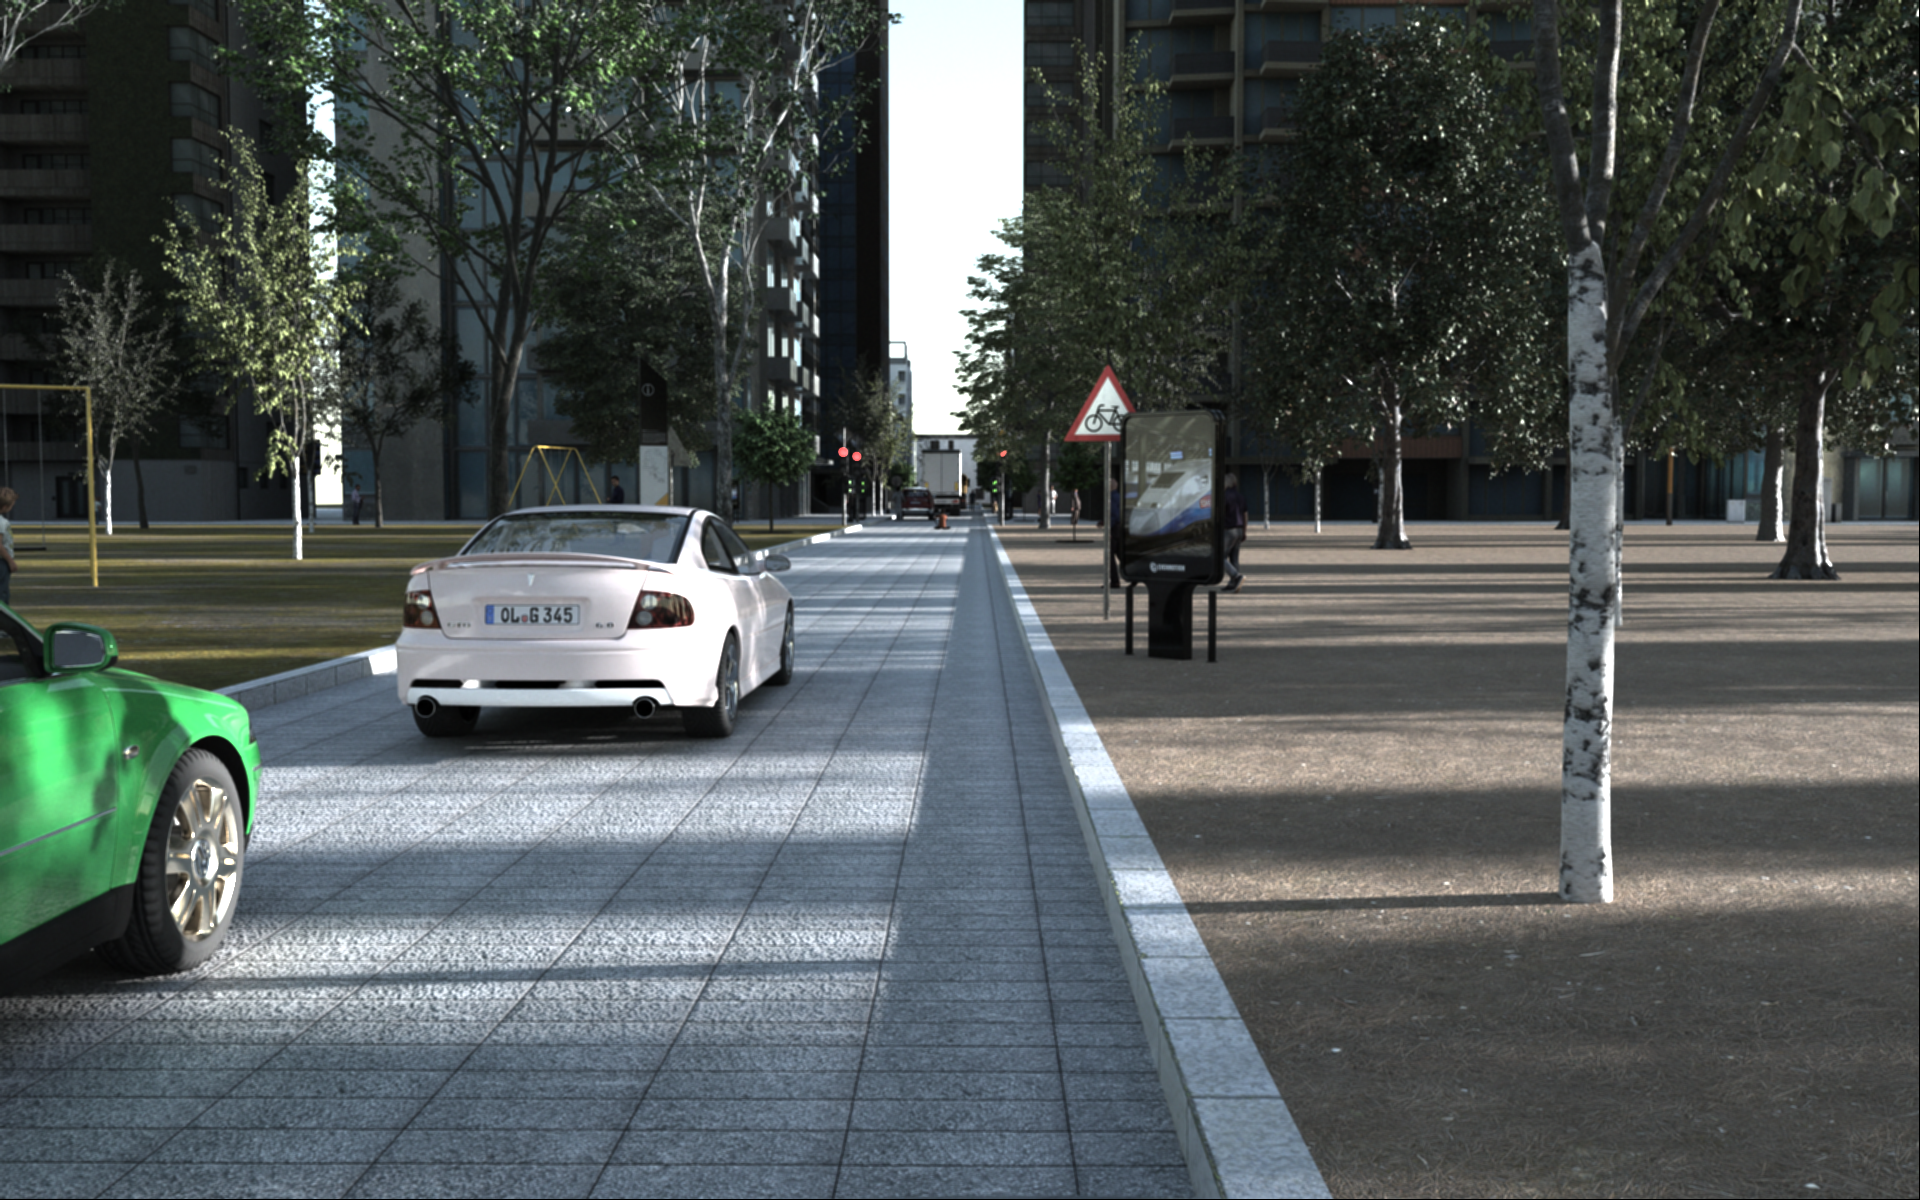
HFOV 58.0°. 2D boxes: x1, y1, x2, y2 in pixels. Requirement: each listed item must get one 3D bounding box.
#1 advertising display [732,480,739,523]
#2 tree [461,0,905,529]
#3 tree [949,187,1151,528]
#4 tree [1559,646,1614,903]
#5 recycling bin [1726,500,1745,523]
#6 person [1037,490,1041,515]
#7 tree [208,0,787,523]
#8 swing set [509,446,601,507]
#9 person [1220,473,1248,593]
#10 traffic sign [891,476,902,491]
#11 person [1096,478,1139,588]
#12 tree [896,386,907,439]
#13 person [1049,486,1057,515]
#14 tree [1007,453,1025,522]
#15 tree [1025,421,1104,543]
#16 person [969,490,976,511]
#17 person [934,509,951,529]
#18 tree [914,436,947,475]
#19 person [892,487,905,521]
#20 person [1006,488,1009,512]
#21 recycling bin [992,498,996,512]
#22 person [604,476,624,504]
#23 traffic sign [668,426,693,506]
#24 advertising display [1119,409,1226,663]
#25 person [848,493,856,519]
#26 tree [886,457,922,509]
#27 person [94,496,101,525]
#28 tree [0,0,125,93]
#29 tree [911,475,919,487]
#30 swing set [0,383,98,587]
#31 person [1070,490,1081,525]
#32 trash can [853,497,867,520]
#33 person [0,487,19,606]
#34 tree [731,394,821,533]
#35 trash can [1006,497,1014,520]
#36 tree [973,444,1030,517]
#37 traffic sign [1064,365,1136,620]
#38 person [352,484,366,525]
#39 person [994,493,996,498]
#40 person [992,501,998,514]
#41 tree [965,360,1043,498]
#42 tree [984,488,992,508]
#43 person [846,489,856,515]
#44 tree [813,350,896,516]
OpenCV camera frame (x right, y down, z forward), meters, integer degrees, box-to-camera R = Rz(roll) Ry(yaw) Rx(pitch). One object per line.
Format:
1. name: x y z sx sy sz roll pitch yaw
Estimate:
1. advertising display: -10.331 -4.435 77.728 0.974 1.923 0.123 2 4 29
2. tree: -7.417 -11.537 44.512 12.611 20.169 13.585 0 3 0
3. tree: 3.599 -8.955 64.536 7.486 12.596 7.792 0 3 0
4. tree: 2.089 -3.343 5.028 4.737 8.622 4.395 0 3 0
5. recycling bin: 34.732 -3.977 77.572 0.722 1.027 0.722 1 4 18
6. person: 4.881 -5.796 103.184 0.546 1.535 0.453 2 4 25
7. tree: -6.151 -5.975 23.445 9.928 11.665 9.643 0 3 0
8. swing set: -13.417 -3.647 57.256 2.862 2.851 3.119 1 4 12
9. person: 3.483 -0.868 22.442 0.569 1.553 0.471 0 4 -4
10. traffic sign: -4.375 -7.282 119.165 0.768 2.556 0.104 0 4 6
11. person: 2.093 -0.915 23.704 0.574 1.496 0.600 -3 5 -42
12. tree: -5.267 -9.174 100.352 4.360 8.622 3.978 0 3 0
13. person: 5.600 -6.105 106.004 0.875 1.805 0.789 -1 4 -19
14. tree: 2.915 -5.289 81.069 1.663 3.219 1.824 0 3 0
15. tree: 2.929 -3.140 45.941 1.663 3.219 1.824 0 3 0
16. person: 1.045 -8.523 147.978 0.598 1.807 0.434 0 4 -3
17. person: -0.775 -3.302 70.768 0.859 0.850 0.655 -1 4 -8
18. tree: -3.652 -16.423 218.877 4.360 8.622 3.978 0 3 0
19. person: -3.238 -5.075 91.631 0.875 1.805 0.789 -1 4 -11
20. person: 3.404 -6.994 120.514 0.434 1.807 0.598 -2 4 -34
21. recycling bin: 2.658 -6.798 123.699 0.722 1.027 0.722 0 4 5
22. person: -8.639 -2.238 43.339 0.504 1.737 0.576 -3 5 -42
23. traffic sign: -5.535 -2.027 33.150 0.884 2.594 0.081 1 4 10
24. advertising display: 1.640 -0.505 13.471 0.123 1.923 0.974 -3 5 -42
25. person: -5.451 -4.741 87.472 0.435 1.345 0.340 0 4 -5
26. tree: -5.303 -10.291 151.973 4.285 4.588 4.351 0 3 0
27. person: -36.675 -3.737 73.506 0.435 1.345 0.340 -1 4 -15
28. tree: -26.590 -11.293 40.524 12.611 20.169 13.585 0 3 0
29. tree: -4.763 -10.427 165.089 1.663 3.219 1.824 0 3 0
30. swing set: -14.008 -1.644 24.506 3.119 2.851 2.862 -2 4 -27
31. person: 4.900 -3.910 72.976 0.434 1.755 0.990 2 4 27
32. trash can: -4.943 -4.512 85.425 0.748 1.137 0.748 0 3 0
33. person: -8.512 -0.334 15.408 0.435 1.345 0.340 2 4 35
34. tree: -6.252 -4.486 57.053 4.285 4.588 4.351 0 3 0
35. trash can: 2.369 -4.640 87.516 0.748 1.137 0.748 0 3 0
36. tree: 2.546 -7.077 99.420 4.285 4.588 4.351 0 3 0
37. traffic sign: 1.491 -1.073 17.553 0.884 2.594 0.081 0 4 3
38. person: -25.454 -3.980 73.444 0.599 1.838 0.709 0 4 -5
39. person: 3.721 -11.219 190.390 0.530 1.710 0.541 -2 4 -28
40. person: 2.385 -5.881 110.127 0.695 0.859 0.347 -1 4 -21
41. tree: 2.508 -8.792 94.108 4.360 8.622 3.978 0 3 0
42. tree: 2.892 -10.220 161.705 1.663 3.219 1.824 0 3 0
43. person: -6.472 -5.970 104.203 0.990 1.755 0.434 -3 5 -40
44. tree: -5.515 -8.470 88.851 4.360 8.622 3.978 0 3 0
